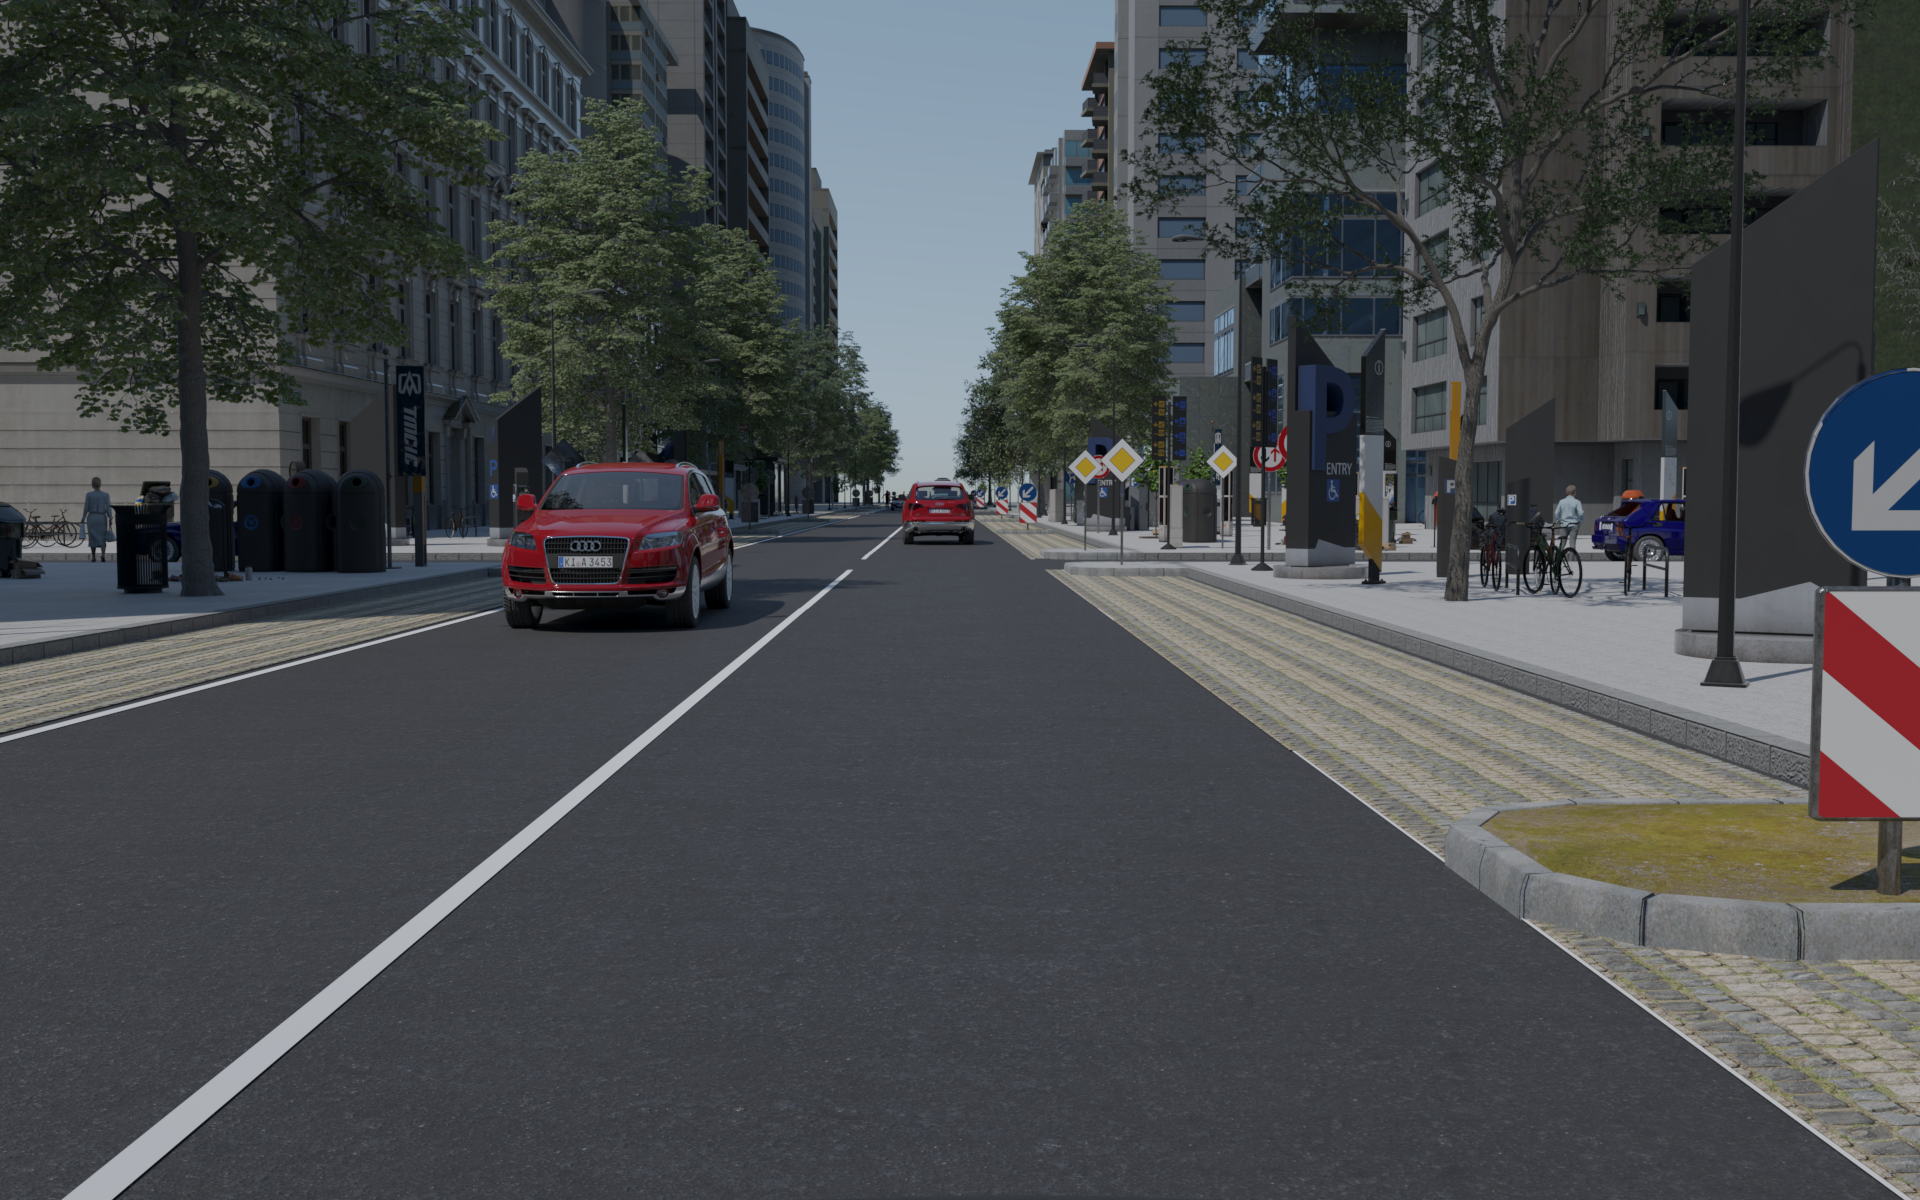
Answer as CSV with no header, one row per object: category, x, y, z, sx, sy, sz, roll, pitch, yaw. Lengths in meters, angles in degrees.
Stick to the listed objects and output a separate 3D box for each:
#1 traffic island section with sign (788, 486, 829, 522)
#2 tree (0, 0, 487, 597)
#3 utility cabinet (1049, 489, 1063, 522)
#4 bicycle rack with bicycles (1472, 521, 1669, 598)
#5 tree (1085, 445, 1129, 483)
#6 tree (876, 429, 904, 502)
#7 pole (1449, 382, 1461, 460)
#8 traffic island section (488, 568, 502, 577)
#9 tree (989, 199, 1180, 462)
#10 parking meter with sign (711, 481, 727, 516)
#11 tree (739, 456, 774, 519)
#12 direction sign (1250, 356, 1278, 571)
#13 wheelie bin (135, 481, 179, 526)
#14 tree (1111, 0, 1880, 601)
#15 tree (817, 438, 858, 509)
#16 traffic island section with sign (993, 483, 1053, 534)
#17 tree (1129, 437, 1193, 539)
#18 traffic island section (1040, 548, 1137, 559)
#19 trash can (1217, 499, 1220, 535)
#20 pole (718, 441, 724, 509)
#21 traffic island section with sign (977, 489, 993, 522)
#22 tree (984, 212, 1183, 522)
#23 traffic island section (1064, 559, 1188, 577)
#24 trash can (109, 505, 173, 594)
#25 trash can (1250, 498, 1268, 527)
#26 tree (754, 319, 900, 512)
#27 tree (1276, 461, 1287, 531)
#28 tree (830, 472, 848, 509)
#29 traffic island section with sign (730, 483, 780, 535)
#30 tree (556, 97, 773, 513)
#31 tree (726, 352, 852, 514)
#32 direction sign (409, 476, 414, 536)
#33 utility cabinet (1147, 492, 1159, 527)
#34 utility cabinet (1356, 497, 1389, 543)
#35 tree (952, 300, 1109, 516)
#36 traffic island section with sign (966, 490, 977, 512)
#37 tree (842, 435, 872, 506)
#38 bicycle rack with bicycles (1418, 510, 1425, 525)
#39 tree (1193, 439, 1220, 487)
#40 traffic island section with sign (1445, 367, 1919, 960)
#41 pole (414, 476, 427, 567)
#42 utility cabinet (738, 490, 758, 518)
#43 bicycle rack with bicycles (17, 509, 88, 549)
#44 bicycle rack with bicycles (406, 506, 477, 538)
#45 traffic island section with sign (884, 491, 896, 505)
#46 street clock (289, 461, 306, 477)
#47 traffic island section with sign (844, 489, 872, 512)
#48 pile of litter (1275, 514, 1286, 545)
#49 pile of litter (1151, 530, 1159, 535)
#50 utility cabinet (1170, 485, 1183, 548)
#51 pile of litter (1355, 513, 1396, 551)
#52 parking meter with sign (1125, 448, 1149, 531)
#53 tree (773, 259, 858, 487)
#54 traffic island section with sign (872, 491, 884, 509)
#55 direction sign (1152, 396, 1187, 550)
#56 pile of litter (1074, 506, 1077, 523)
traffic island section with sign,-7.744,-4.911,88.917,1.989,1.847,2.006,0,4,-1
tree,-9.460,-6.296,21.069,7.486,12.596,7.792,0,3,0
utility cabinet,4.403,-4.248,78.140,0.318,1.500,1.173,2,4,28
bicycle rack with bicycles,7.953,-0.553,22.425,2.852,0.926,2.925,1,4,14
tree,7.462,-6.452,89.211,4.285,4.588,4.351,0,3,0
tree,-12.528,-20.925,267.874,9.928,11.665,9.643,0,3,0
pole,8.991,-2.303,31.502,0.158,3.312,0.155,0,3,0
traffic island section,-7.148,-0.546,31.215,2.009,0.180,2.903,0,4,-1
tree,4.842,-9.129,67.388,7.486,12.596,7.792,0,3,0
parking meter with sign,-14.417,-6.528,102.999,0.543,3.016,1.738,-3,5,-43
tree,-10.450,-5.770,88.936,1.663,3.219,1.824,0,3,0
direction sign,5.065,-2.258,28.919,0.379,3.537,0.876,3,4,38
wheelie bin,-19.435,-2.087,42.026,0.980,1.594,0.693,-3,5,-44
tree,5.895,-5.245,20.169,8.767,10.594,7.601,1,4,8
tree,-10.648,-11.916,145.187,4.360,8.622,3.978,0,3,0
traffic island section with sign,2.295,-3.276,62.195,1.989,1.847,2.006,0,4,-1
tree,5.560,-3.399,50.173,1.663,3.219,1.824,0,3,0
traffic island section,2.861,-1.041,39.299,2.009,0.180,2.903,0,4,-1
trash can,8.238,-2.639,54.798,0.748,1.137,0.748,0,3,0
pole,-9.110,-4.419,66.093,0.158,3.312,0.155,0,3,0
traffic island section with sign,2.024,-4.925,89.148,1.989,1.847,2.006,0,4,-1
tree,5.468,-10.593,79.852,9.857,13.997,8.962,0,3,0
traffic island section,2.943,-0.552,31.314,2.009,0.180,2.903,0,4,-1
trash can,-10.612,-0.662,22.472,0.748,1.137,0.748,0,3,0
trash can,11.704,-3.436,67.825,0.748,1.137,0.748,0,3,0
tree,-11.068,-13.450,126.559,9.857,13.997,8.962,0,3,0
tree,11.773,-4.019,60.312,1.663,3.219,1.824,0,3,0
tree,-10.752,-9.483,149.649,1.663,3.219,1.824,0,3,0
traffic island section with sign,-7.470,-3.249,61.742,1.989,1.847,2.006,0,4,-1
tree,-10.059,-8.047,49.694,7.486,12.596,7.792,0,3,0
tree,-10.913,-10.717,109.637,8.767,10.594,7.601,0,4,2
direction sign,-16.855,-3.760,53.467,0.876,3.537,0.379,2,4,33
utility cabinet,7.142,-3.597,67.487,1.173,1.500,0.318,3,4,36
utility cabinet,9.767,-1.859,41.554,1.020,1.237,0.306,1,4,14
tree,4.677,-11.279,101.419,9.611,12.733,9.660,0,3,0
traffic island section with sign,1.507,-7.975,139.013,1.989,1.847,2.006,0,4,-1
tree,-11.730,-14.625,189.483,4.737,8.622,4.395,0,3,0
bicycle rack with bicycles,21.023,-3.632,72.763,2.925,0.926,2.852,2,4,31
tree,8.508,-4.070,61.152,1.663,3.219,1.824,0,3,0
traffic island section with sign,2.873,0.147,6.232,1.989,1.847,2.006,0,4,-1
pole,-9.535,-2.245,30.546,0.158,3.312,0.155,0,3,0
utility cabinet,-11.321,-5.131,92.574,1.173,1.500,0.318,3,4,36
bicycle rack with bicycles,-22.050,-1.701,41.186,2.852,0.926,2.925,3,5,41
bicycle rack with bicycles,-15.427,-2.282,50.699,2.852,0.926,2.925,0,4,-2
traffic island section with sign,-9.117,-13.038,221.797,1.989,1.847,2.006,0,4,-1
street clock,-14.638,-2.064,38.324,0.358,2.002,0.471,-3,5,-41
traffic island section with sign,-8.254,-7.958,138.740,1.989,1.847,2.006,0,4,-1
pile of litter,8.545,-1.805,43.473,1.176,0.858,1.719,0,4,-4
pile of litter,6.507,-2.425,53.618,1.176,0.858,1.719,0,4,6
utility cabinet,5.166,-2.005,41.459,0.318,1.500,1.173,0,4,5
pile of litter,9.435,-1.579,39.780,1.176,0.858,1.719,0,4,8
parking meter with sign,6.305,-3.985,61.410,0.543,3.016,1.738,2,4,34
tree,-9.830,-9.490,73.292,7.486,12.596,7.792,0,3,0
traffic island section with sign,-8.535,-9.606,165.693,1.989,1.847,2.006,0,4,-1
direction sign,4.826,-2.937,40.016,0.876,3.537,0.379,-1,4,-20
pile of litter,5.522,-3.788,75.897,1.176,0.858,1.719,2,4,25
